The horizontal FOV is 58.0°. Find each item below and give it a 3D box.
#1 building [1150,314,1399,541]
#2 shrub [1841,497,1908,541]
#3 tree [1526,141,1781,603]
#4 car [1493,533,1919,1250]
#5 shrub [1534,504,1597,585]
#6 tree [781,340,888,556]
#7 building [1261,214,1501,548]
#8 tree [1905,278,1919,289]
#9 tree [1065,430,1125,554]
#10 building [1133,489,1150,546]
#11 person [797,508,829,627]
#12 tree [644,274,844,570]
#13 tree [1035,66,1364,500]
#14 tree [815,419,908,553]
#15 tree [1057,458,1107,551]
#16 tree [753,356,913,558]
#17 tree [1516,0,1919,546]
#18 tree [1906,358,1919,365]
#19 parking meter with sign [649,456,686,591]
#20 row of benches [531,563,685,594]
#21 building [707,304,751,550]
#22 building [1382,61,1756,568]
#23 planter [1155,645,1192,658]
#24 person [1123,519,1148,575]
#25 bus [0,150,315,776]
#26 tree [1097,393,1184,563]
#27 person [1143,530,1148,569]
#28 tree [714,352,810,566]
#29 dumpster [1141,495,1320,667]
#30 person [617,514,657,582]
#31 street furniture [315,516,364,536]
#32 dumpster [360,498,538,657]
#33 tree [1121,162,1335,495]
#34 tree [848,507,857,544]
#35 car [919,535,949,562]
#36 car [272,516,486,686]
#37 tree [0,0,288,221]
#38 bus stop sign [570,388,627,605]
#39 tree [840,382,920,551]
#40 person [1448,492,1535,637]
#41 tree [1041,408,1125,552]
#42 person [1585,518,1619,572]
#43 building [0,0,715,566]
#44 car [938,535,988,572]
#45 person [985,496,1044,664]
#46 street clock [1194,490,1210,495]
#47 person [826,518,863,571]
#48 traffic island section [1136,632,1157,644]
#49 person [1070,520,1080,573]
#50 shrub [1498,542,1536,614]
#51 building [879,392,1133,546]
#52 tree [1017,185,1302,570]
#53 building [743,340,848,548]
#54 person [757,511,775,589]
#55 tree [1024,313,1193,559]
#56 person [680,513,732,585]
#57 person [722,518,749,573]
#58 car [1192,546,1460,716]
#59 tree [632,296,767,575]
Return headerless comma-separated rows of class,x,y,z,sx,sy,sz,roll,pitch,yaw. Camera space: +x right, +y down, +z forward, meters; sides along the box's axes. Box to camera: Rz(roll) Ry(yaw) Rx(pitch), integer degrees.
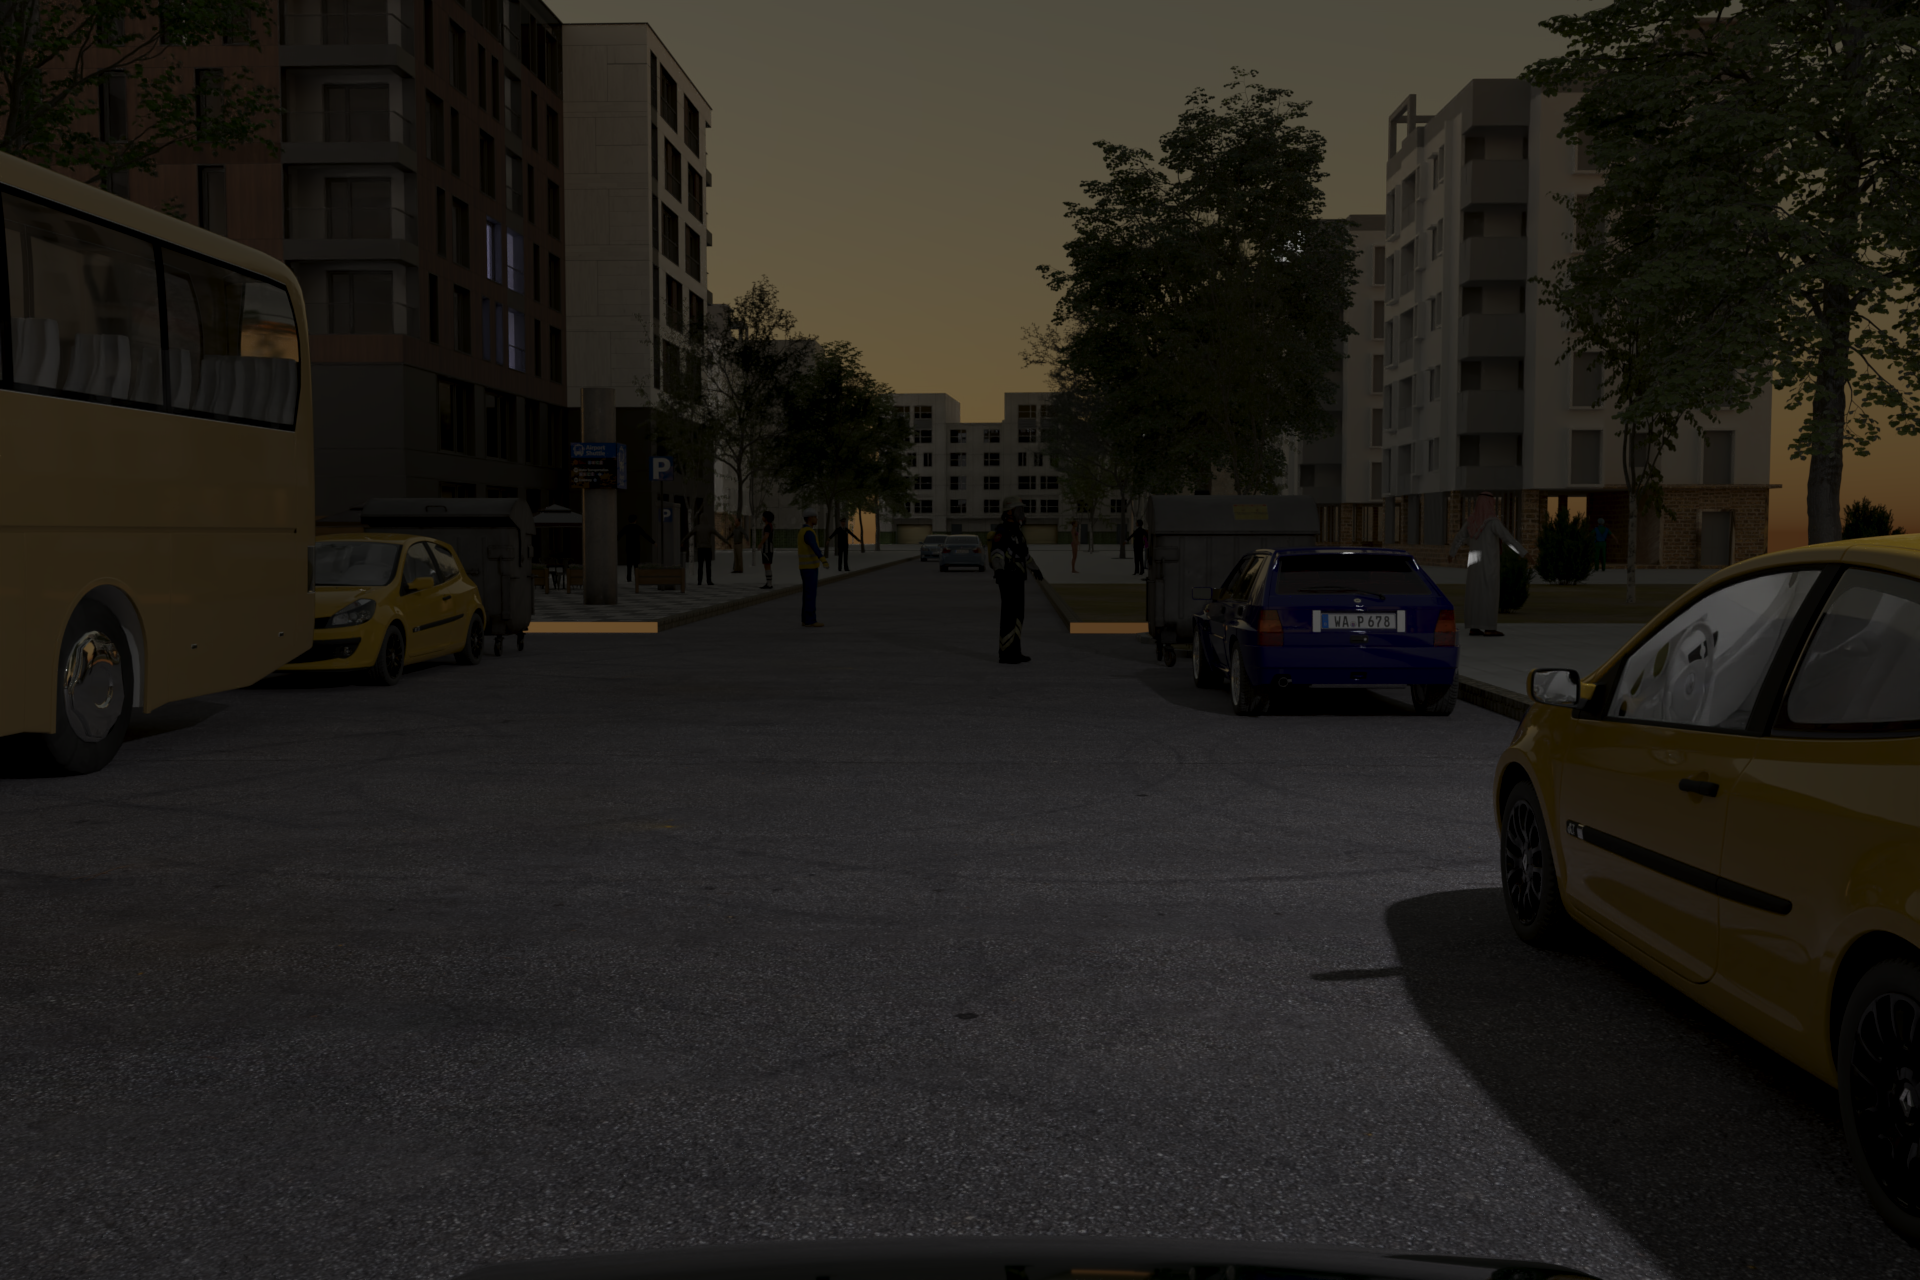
building,26.189,-19.288,146.291,19.493,23.208,18.063,0,4,2
shrub,18.573,-1.928,35.559,1.661,2.075,1.752,0,3,0
tree,12.721,-4.988,31.916,4.737,8.622,4.395,0,3,0
car,2.770,0.329,4.846,2.015,1.641,3.980,0,4,1
shrub,15.172,-2.385,43.415,1.690,2.028,1.600,0,3,0
tree,-7.543,-11.234,101.808,7.486,12.596,7.792,0,3,0
building,23.452,-15.157,104.236,16.016,20.090,11.380,0,4,1
tree,20.092,-6.778,28.941,7.486,12.596,7.792,0,3,0
tree,8.407,-9.754,109.834,4.737,8.622,4.395,0,3,0
building,28.579,-19.863,191.221,16.747,18.905,31.486,0,4,2
person,-2.299,-1.126,26.830,0.705,1.833,1.349,-1,4,-19
tree,-7.640,-7.778,61.579,7.601,10.594,8.767,-1,4,-13
tree,6.885,-8.716,49.157,9.857,13.997,8.962,0,3,0
tree,-6.934,-11.222,117.898,7.601,10.594,8.767,1,4,13
tree,9.057,-11.039,130.856,4.737,8.622,4.395,0,3,0
tree,-6.962,-9.583,91.092,8.767,10.594,7.601,-2,4,-27
tree,9.784,-6.162,18.874,7.486,12.596,7.792,0,3,0
tree,28.345,-8.286,42.127,9.857,13.997,8.962,0,3,0
parking meter with sign,-6.656,-2.657,39.700,0.543,3.016,1.738,0,4,2
row of benches,-8.015,-1.336,37.314,4.104,0.672,1.422,-1,4,-11
building,-24.155,-17.567,143.643,16.016,20.090,11.380,0,4,1
building,23.935,-13.422,75.873,16.016,20.090,11.380,0,4,1
planter,3.368,0.021,20.796,1.991,0.319,1.994,0,4,2
person,5.532,-2.898,54.102,1.216,1.740,0.721,-3,5,-42
bus,-6.401,-0.974,7.475,2.896,3.916,12.252,0,4,1
tree,7.858,-7.777,77.515,4.360,8.622,3.978,0,3,0
person,6.851,-3.275,62.812,0.599,1.433,0.991,-2,4,-31
tree,-8.474,-7.262,69.096,4.360,8.622,3.978,0,3,0
dumpster,2.964,-0.664,19.080,1.865,1.857,1.264,0,4,1
person,-8.735,-2.457,46.356,1.347,1.806,0.705,1,4,14
street furniture,-15.376,-2.226,43.244,11.010,1.723,9.812,-2,4,-26
dumpster,-6.100,-0.764,20.707,1.865,1.857,1.264,0,4,1
tree,5.784,-5.140,34.396,4.360,8.622,3.978,0,3,0
tree,-13.834,-16.459,219.461,4.737,8.622,4.395,0,3,0
car,-1.157,-4.857,91.408,2.014,1.417,4.499,0,4,1
car,-6.147,-0.449,17.558,2.015,1.641,3.980,0,4,1
tree,-11.595,-5.772,20.130,9.928,11.665,9.643,0,3,0
bus stop sign,-6.556,-2.597,31.470,0.837,3.901,0.837,0,4,1
tree,-6.570,-12.933,129.589,7.486,12.596,7.792,0,3,0
person,6.617,-0.957,21.788,0.704,1.811,1.347,-2,4,-32
tree,9.418,-11.998,121.928,9.928,11.665,9.643,0,3,0
person,21.865,-3.245,59.180,1.347,1.817,0.704,0,4,-1
building,-26.466,-13.701,67.986,27.936,21.610,32.646,0,4,2
car,0.121,-3.363,66.993,2.014,1.417,4.499,0,4,2
person,0.605,-0.673,19.245,0.705,1.856,1.354,1,4,22
street clock,3.952,-1.453,28.331,0.358,2.002,0.471,0,4,2
person,-4.012,-3.286,59.658,1.347,1.837,0.705,-2,4,-26
traffic island section,3.373,-0.017,23.151,1.991,0.108,1.994,0,4,1
person,3.868,-3.089,57.310,0.721,1.733,1.217,0,4,7
shrub,8.802,-1.036,28.062,1.383,1.207,1.383,0,3,0
building,6.398,-21.644,222.788,31.486,18.905,16.747,0,4,6
tree,7.200,-9.286,62.189,12.009,13.543,11.850,0,3,0
building,-21.056,-18.787,173.622,16.747,18.905,31.486,0,4,2
person,-4.529,-2.102,40.514,0.704,1.843,1.345,0,4,2
tree,8.542,-10.961,89.584,12.009,13.543,11.850,0,3,0
person,-6.396,-2.280,43.404,1.348,1.813,0.705,0,4,5
person,-7.302,-3.091,56.808,1.348,1.796,0.705,3,5,44
car,3.039,-0.147,14.983,1.945,1.354,3.894,0,4,1
tree,-8.467,-6.342,54.052,4.360,8.622,3.978,0,3,0
